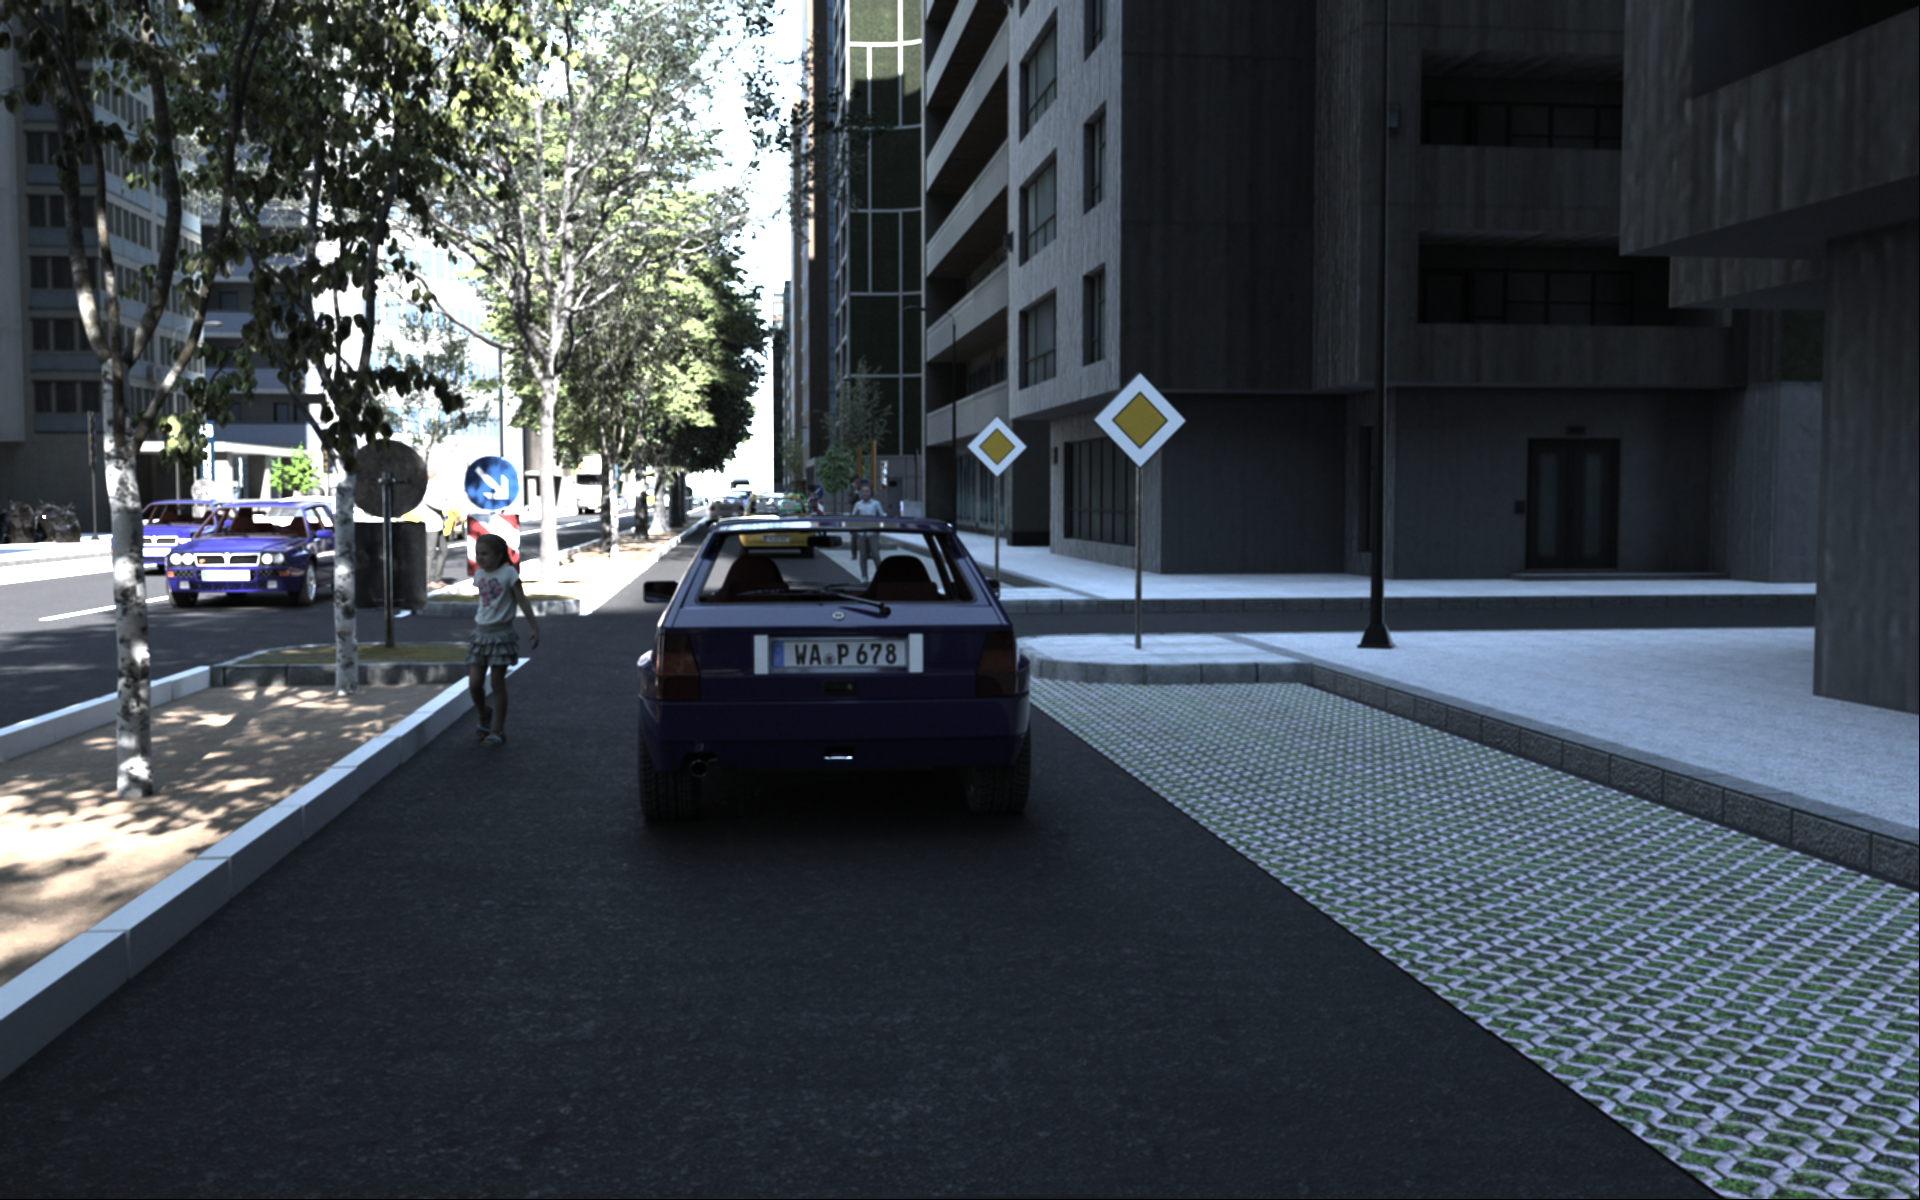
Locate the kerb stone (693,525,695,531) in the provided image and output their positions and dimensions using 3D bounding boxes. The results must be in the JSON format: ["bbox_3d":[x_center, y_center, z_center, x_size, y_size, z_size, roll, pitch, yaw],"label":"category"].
[{"bbox_3d":[-10.117,-2.624,65.116,0.120,0.150,1.000,0,4,-7],"label":"kerb stone"}]

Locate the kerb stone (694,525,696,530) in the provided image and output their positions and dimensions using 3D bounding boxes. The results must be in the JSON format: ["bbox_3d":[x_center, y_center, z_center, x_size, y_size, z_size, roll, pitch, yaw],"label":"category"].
[{"bbox_3d":[-10.248,-2.687,66.133,0.120,0.150,1.000,0,4,-7],"label":"kerb stone"}]

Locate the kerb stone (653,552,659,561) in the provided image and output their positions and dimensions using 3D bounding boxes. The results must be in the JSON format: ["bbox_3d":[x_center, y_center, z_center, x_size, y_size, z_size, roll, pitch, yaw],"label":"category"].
[{"bbox_3d":[-6.515,-0.877,36.633,0.120,0.150,1.000,0,4,-7],"label":"kerb stone"}]

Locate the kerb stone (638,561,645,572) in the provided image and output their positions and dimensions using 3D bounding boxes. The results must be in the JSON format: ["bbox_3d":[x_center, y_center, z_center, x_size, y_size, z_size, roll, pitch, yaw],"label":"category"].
[{"bbox_3d":[-5.866,-0.573,31.557,0.120,0.150,1.000,0,4,-7],"label":"kerb stone"}]

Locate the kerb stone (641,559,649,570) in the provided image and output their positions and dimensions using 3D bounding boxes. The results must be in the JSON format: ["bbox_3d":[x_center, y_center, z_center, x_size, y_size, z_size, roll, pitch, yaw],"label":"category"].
[{"bbox_3d":[-5.992,-0.629,32.571,0.120,0.150,1.000,0,4,-7],"label":"kerb stone"}]

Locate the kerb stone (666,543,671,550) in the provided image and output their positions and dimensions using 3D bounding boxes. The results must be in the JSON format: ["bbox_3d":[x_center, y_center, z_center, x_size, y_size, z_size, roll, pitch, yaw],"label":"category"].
[{"bbox_3d":[-7.285,-1.252,42.738,0.120,0.150,1.000,0,4,-7],"label":"kerb stone"}]

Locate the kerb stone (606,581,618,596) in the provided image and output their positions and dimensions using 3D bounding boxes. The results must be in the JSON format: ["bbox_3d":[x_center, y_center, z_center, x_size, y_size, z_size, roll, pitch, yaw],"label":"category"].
[{"bbox_3d":[-4.963,-0.135,24.443,0.120,0.150,1.000,0,4,-7],"label":"kerb stone"}]

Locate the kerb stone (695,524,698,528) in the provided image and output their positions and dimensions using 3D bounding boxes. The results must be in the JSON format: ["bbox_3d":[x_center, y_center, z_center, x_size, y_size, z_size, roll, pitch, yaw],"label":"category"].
[{"bbox_3d":[-10.502,-2.811,68.172,0.120,0.150,1.000,0,4,-7],"label":"kerb stone"}]

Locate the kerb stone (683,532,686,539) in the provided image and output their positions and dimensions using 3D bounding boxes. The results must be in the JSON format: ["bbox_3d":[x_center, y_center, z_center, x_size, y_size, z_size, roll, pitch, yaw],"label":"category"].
[{"bbox_3d":[-8.700,-1.940,53.917,0.120,0.150,1.000,0,4,-7],"label":"kerb stone"}]

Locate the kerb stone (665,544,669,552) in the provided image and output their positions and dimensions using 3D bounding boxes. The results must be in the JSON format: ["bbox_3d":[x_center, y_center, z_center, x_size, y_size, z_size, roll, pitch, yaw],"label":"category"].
[{"bbox_3d":[-7.154,-1.194,41.721,0.120,0.150,1.000,0,4,-7],"label":"kerb stone"}]

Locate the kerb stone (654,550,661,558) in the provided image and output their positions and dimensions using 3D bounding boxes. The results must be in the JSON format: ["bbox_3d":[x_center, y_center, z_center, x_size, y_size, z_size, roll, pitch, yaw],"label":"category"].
[{"bbox_3d":[-6.632,-0.945,37.654,0.120,0.150,1.000,0,4,-7],"label":"kerb stone"}]

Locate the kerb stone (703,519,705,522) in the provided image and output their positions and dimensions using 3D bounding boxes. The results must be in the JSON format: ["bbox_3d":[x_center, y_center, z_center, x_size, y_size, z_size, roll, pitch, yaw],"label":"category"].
[{"bbox_3d":[-12.183,-3.620,81.374,0.120,0.150,1.000,0,4,-7],"label":"kerb stone"}]

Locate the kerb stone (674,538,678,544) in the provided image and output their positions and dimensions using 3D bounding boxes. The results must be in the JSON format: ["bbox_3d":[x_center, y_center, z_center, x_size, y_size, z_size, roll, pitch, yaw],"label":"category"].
[{"bbox_3d":[-7.928,-1.567,47.824,0.120,0.150,1.000,0,4,-7],"label":"kerb stone"}]

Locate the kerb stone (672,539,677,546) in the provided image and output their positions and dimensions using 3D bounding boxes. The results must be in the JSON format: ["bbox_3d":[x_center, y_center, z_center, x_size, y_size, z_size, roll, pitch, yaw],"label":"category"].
[{"bbox_3d":[-7.798,-1.504,46.803,0.120,0.150,1.000,0,4,-7],"label":"kerb stone"}]

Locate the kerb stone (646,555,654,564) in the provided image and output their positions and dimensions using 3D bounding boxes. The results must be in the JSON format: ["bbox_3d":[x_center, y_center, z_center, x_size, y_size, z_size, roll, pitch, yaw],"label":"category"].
[{"bbox_3d":[-6.251,-0.759,34.599,0.120,0.150,1.000,0,4,-7],"label":"kerb stone"}]

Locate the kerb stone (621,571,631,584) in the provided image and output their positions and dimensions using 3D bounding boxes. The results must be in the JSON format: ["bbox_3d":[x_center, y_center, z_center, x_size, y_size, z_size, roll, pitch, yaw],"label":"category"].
[{"bbox_3d":[-5.351,-0.324,27.487,0.120,0.150,1.000,0,4,-7],"label":"kerb stone"}]

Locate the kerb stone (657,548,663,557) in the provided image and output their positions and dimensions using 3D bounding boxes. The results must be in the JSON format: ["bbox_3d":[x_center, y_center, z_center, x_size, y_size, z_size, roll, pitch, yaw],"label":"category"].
[{"bbox_3d":[-6.771,-1.006,38.667,0.120,0.150,1.000,0,4,-7],"label":"kerb stone"}]

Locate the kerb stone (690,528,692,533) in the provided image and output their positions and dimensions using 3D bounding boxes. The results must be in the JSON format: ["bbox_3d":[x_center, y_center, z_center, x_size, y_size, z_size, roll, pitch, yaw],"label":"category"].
[{"bbox_3d":[-9.603,-2.375,61.049,0.120,0.150,1.000,0,4,-7],"label":"kerb stone"}]

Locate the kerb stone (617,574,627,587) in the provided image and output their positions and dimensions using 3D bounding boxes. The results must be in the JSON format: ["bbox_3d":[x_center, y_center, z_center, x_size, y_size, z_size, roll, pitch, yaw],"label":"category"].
[{"bbox_3d":[-5.222,-0.262,26.473,0.120,0.150,1.000,0,4,-7],"label":"kerb stone"}]

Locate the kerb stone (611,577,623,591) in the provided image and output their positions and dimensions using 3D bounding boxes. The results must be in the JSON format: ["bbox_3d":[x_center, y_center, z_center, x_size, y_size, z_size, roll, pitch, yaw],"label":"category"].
[{"bbox_3d":[-5.092,-0.200,25.459,0.120,0.150,1.000,0,4,-7],"label":"kerb stone"}]

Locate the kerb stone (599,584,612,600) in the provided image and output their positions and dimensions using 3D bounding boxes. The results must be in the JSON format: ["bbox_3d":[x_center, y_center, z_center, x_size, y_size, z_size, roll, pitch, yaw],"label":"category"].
[{"bbox_3d":[-4.836,-0.075,23.429,0.120,0.150,1.000,0,4,-7],"label":"kerb stone"}]

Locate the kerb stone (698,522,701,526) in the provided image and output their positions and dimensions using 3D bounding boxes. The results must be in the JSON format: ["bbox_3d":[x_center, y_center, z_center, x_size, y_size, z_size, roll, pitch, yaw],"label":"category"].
[{"bbox_3d":[-11.151,-3.119,73.250,0.120,0.150,1.000,0,4,-7],"label":"kerb stone"}]

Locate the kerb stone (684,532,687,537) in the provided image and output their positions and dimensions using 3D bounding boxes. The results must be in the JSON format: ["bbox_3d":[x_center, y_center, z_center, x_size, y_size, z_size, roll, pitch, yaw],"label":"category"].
[{"bbox_3d":[-8.832,-2.003,54.945,0.120,0.150,1.000,0,4,-7],"label":"kerb stone"}]

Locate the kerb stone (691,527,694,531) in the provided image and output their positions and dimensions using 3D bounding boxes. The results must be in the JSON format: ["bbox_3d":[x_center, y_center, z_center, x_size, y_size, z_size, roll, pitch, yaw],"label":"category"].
[{"bbox_3d":[-9.864,-2.501,63.081,0.120,0.150,1.000,0,4,-7],"label":"kerb stone"}]

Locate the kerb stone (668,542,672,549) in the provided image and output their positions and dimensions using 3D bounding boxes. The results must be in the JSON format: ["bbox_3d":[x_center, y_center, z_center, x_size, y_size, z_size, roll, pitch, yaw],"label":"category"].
[{"bbox_3d":[-7.410,-1.318,43.752,0.120,0.150,1.000,0,4,-7],"label":"kerb stone"}]

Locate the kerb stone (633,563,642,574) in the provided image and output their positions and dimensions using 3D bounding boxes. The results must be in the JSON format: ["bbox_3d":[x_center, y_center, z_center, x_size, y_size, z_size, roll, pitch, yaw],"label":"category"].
[{"bbox_3d":[-5.735,-0.511,30.543,0.120,0.150,1.000,0,4,-7],"label":"kerb stone"}]

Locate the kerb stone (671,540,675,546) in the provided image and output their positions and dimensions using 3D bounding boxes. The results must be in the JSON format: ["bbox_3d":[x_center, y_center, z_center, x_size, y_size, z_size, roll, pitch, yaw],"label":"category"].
[{"bbox_3d":[-7.672,-1.443,45.789,0.120,0.150,1.000,0,4,-7],"label":"kerb stone"}]

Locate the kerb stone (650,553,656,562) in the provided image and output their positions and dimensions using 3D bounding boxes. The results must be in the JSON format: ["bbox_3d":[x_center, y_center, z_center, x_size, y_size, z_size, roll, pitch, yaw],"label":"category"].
[{"bbox_3d":[-6.387,-0.821,35.618,0.120,0.150,1.000,0,4,-7],"label":"kerb stone"}]

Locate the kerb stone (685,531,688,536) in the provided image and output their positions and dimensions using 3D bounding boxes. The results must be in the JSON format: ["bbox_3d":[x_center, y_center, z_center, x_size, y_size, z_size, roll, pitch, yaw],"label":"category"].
[{"bbox_3d":[-8.955,-2.066,55.967,0.120,0.150,1.000,0,4,-7],"label":"kerb stone"}]

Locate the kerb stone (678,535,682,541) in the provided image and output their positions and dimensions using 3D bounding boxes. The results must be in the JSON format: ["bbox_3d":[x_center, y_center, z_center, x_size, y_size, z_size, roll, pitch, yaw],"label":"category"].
[{"bbox_3d":[-8.313,-1.750,50.872,0.120,0.150,1.000,0,4,-7],"label":"kerb stone"}]

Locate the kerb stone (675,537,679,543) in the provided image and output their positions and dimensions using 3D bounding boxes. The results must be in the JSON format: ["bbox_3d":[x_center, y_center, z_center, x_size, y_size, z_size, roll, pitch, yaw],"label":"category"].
[{"bbox_3d":[-8.063,-1.627,48.842,0.120,0.150,1.000,0,4,-7],"label":"kerb stone"}]

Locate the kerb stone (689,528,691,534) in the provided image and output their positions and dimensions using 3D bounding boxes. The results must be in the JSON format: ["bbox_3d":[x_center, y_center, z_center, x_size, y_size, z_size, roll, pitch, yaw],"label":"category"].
[{"bbox_3d":[-9.471,-2.314,60.036,0.120,0.150,1.000,0,4,-7],"label":"kerb stone"}]

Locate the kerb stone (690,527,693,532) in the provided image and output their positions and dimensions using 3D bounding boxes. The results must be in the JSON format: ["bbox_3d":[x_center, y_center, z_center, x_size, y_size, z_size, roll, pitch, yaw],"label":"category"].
[{"bbox_3d":[-9.737,-2.437,62.067,0.120,0.150,1.000,0,4,-7],"label":"kerb stone"}]

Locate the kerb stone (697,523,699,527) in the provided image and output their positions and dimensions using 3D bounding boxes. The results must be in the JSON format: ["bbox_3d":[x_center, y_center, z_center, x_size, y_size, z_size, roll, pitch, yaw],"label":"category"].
[{"bbox_3d":[-10.769,-2.936,70.206,0.120,0.150,1.000,0,4,-7],"label":"kerb stone"}]

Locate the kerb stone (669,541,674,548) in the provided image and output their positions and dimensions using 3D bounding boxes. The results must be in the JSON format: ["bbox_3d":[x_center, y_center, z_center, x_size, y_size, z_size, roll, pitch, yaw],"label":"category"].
[{"bbox_3d":[-7.538,-1.381,44.769,0.120,0.150,1.000,0,4,-7],"label":"kerb stone"}]

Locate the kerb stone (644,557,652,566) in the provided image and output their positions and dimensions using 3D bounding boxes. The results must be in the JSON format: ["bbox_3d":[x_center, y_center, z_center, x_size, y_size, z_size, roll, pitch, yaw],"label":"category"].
[{"bbox_3d":[-6.116,-0.697,33.586,0.120,0.150,1.000,0,4,-7],"label":"kerb stone"}]

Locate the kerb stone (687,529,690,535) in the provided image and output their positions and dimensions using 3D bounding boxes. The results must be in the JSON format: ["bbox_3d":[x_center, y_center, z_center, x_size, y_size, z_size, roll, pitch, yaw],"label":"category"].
[{"bbox_3d":[-9.346,-2.247,59.021,0.120,0.150,1.000,0,4,-7],"label":"kerb stone"}]

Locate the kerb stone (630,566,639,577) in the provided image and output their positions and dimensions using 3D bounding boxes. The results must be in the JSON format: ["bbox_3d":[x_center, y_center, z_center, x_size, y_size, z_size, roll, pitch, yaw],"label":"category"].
[{"bbox_3d":[-5.612,-0.448,29.527,0.120,0.150,1.000,0,4,-7],"label":"kerb stone"}]

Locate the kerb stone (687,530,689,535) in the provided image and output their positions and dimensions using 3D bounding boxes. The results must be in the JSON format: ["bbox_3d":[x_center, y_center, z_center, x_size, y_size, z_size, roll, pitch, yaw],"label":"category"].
[{"bbox_3d":[-9.220,-2.190,58.003,0.120,0.150,1.000,0,4,-7],"label":"kerb stone"}]

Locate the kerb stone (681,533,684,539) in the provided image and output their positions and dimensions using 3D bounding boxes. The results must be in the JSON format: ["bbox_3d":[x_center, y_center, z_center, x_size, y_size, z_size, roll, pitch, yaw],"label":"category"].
[{"bbox_3d":[-8.572,-1.878,52.903,0.120,0.150,1.000,0,4,-7],"label":"kerb stone"}]

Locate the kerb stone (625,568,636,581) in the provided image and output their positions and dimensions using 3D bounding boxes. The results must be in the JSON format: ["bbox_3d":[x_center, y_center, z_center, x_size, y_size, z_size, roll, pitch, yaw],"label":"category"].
[{"bbox_3d":[-5.473,-0.386,28.511,0.120,0.150,1.000,0,4,-7],"label":"kerb stone"}]

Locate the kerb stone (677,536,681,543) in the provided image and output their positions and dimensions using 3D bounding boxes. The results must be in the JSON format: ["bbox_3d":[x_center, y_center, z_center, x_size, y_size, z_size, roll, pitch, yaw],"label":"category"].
[{"bbox_3d":[-8.190,-1.692,49.856,0.120,0.150,1.000,0,4,-7],"label":"kerb stone"}]

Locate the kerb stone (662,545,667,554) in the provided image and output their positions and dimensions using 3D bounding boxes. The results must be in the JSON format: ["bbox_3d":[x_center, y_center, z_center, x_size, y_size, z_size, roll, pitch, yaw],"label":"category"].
[{"bbox_3d":[-7.021,-1.132,40.696,0.120,0.150,1.000,0,4,-7],"label":"kerb stone"}]

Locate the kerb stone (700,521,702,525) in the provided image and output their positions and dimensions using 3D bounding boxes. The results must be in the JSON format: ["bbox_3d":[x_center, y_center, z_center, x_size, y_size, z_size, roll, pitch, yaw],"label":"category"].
[{"bbox_3d":[-11.407,-3.246,75.278,0.120,0.150,1.000,0,4,-7],"label":"kerb stone"}]

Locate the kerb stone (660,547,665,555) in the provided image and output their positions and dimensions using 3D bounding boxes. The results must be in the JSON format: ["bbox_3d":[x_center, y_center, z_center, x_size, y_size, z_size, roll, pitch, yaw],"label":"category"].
[{"bbox_3d":[-6.891,-1.069,39.682,0.120,0.150,1.000,0,4,-7],"label":"kerb stone"}]

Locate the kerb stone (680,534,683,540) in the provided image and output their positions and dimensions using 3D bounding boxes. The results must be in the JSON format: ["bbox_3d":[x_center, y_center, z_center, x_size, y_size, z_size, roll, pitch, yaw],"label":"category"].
[{"bbox_3d":[-8.439,-1.814,51.890,0.120,0.150,1.000,0,4,-7],"label":"kerb stone"}]
